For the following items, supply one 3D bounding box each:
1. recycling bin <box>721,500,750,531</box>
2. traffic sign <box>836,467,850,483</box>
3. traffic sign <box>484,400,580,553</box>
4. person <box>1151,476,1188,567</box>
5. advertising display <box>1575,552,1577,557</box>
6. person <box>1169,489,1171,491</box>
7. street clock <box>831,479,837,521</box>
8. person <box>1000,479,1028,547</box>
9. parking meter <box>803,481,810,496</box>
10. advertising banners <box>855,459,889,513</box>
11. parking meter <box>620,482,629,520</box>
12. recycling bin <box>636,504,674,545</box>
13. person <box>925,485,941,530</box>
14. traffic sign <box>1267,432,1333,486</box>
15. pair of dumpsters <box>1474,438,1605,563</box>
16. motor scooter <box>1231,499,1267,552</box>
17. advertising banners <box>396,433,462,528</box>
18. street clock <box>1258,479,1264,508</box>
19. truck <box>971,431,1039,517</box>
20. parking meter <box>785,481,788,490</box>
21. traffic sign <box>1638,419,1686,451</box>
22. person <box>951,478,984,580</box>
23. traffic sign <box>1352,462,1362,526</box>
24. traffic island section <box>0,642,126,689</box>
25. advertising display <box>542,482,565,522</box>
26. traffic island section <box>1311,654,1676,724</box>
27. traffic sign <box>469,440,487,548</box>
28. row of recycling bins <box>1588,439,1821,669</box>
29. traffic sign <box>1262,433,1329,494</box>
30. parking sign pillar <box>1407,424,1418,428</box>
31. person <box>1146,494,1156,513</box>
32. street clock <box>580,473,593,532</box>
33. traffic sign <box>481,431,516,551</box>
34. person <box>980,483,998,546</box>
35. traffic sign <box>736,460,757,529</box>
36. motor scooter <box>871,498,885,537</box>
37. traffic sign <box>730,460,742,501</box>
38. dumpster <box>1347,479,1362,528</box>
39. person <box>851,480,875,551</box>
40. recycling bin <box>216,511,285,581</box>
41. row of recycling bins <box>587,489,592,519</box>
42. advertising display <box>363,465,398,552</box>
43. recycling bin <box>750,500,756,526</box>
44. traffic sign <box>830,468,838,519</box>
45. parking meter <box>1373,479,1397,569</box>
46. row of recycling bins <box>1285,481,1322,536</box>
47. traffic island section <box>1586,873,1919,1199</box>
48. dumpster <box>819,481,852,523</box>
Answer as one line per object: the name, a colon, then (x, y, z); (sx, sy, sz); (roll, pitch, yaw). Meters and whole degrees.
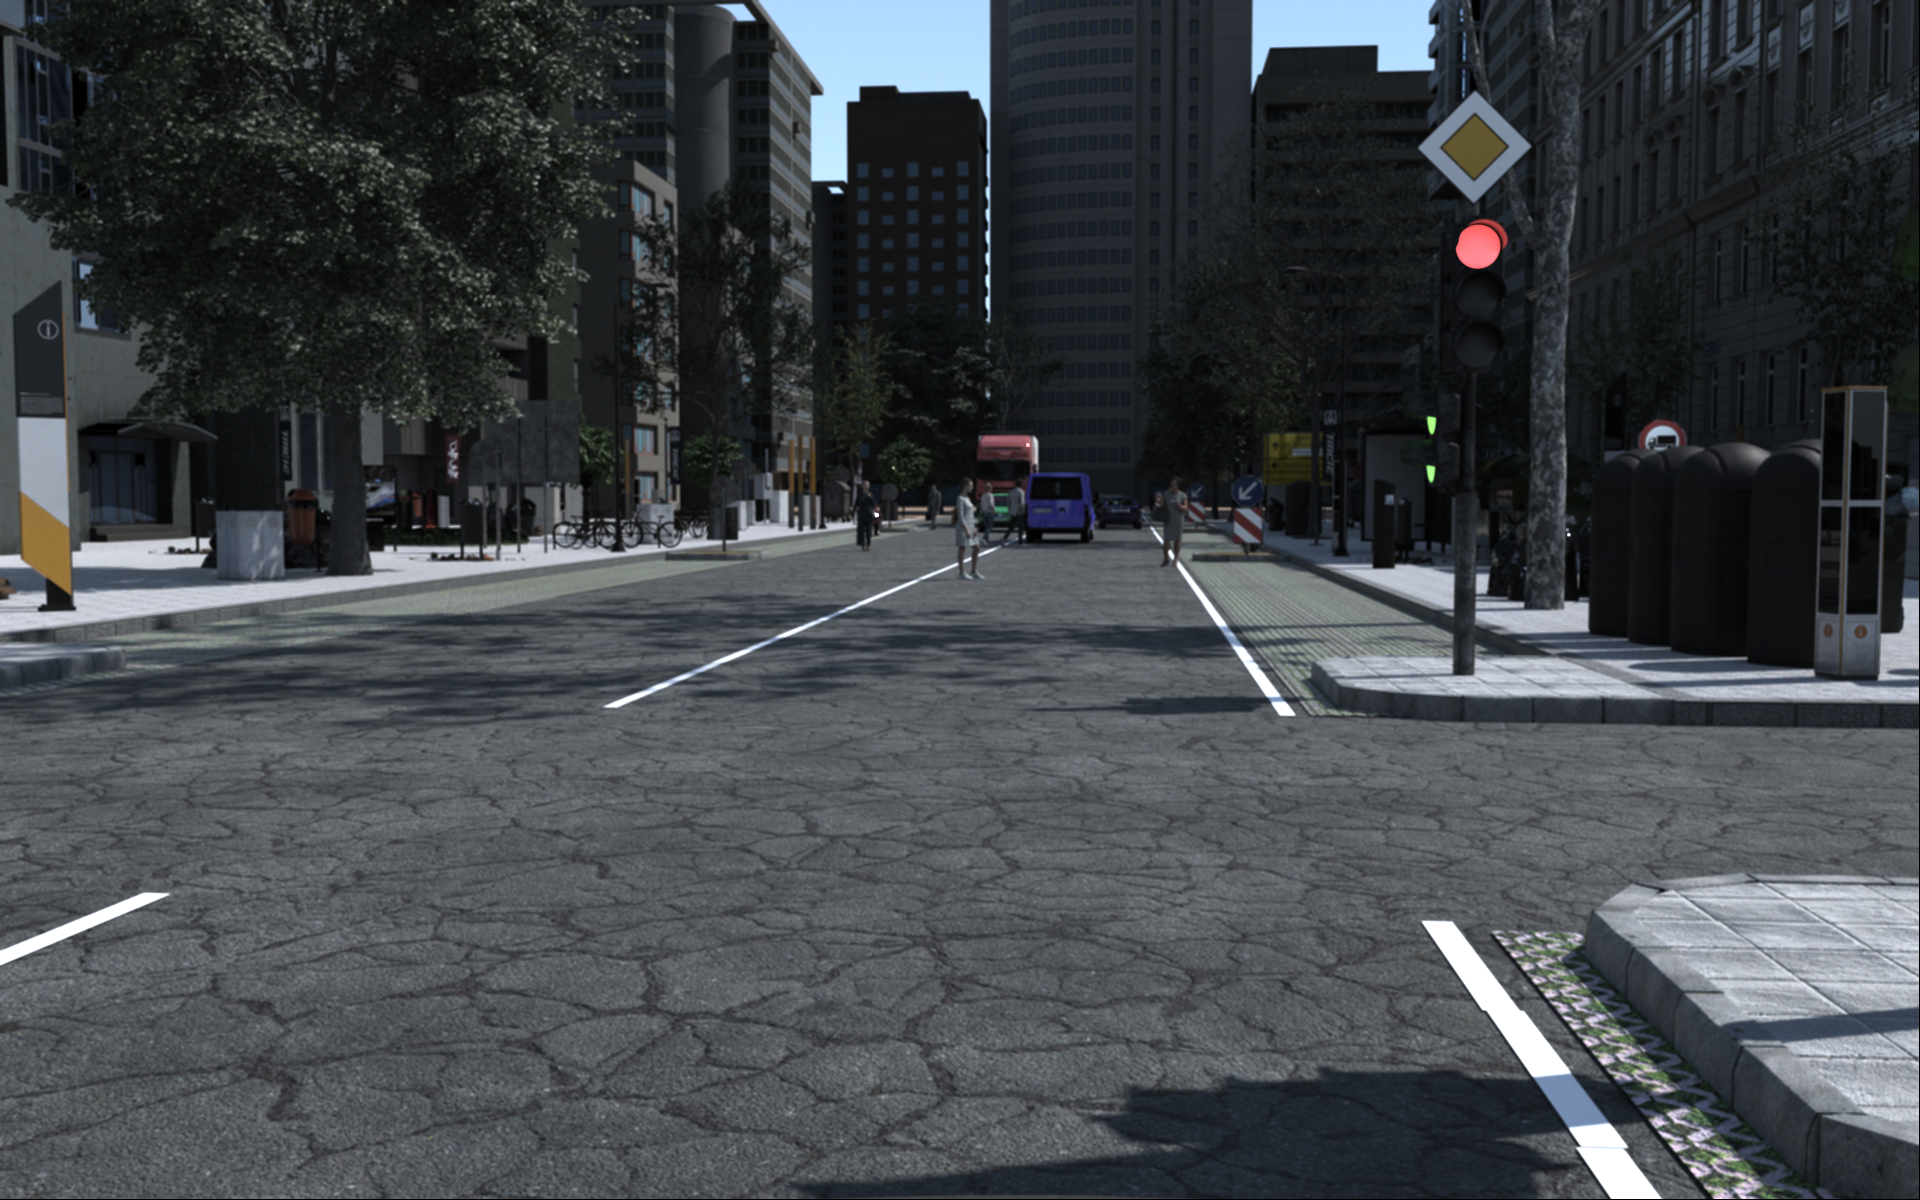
recycling bin: (-7.941, -2.956, 60.887); (0.722, 1.027, 0.722); (1, 4, 10)
traffic sign: (-5.572, -5.010, 82.015); (0.768, 2.556, 0.104); (1, 4, 14)
traffic sign: (-9.330, -2.680, 37.694); (2.265, 3.308, 0.079); (1, 4, 14)
person: (4.109, -1.547, 34.159); (0.716, 1.782, 0.532); (1, 4, 21)
advertising display: (12.408, -1.836, 35.226); (0.974, 1.923, 0.123); (-2, 4, -35)
person: (12.913, -5.968, 106.632); (0.990, 1.755, 0.434); (3, 4, 38)
street clock: (-6.058, -4.798, 83.022); (0.358, 2.002, 0.471); (-2, 4, -28)
person: (1.470, -2.329, 46.433); (0.795, 1.843, 0.661); (-3, 4, -38)
parking meter: (-6.917, -4.441, 78.321); (0.255, 1.863, 0.399); (1, 4, 19)
advertising banners: (-4.369, -5.480, 85.784); (2.074, 3.025, 0.090); (2, 4, 34)
parking meter: (-16.349, -4.824, 84.581); (0.399, 1.863, 0.255); (2, 4, 24)
recycling bin: (-7.809, -1.944, 44.341); (0.722, 1.027, 0.722); (-3, 5, -39)
person: (-1.086, -3.726, 69.528); (0.694, 1.812, 0.767); (3, 4, 38)
traffic sign: (11.184, -3.840, 56.664); (2.265, 3.308, 0.079); (0, 4, 7)
pair of dumpsters: (9.927, -1.697, 30.248); (1.574, 2.255, 4.437); (0, 4, 5)
motor scooter: (6.581, -1.626, 39.355); (0.815, 1.314, 1.986); (0, 4, 4)
advertising banners: (-15.203, -3.263, 49.540); (2.074, 3.025, 0.090); (-3, 4, -38)
street clock: (14.869, -4.974, 85.891); (0.471, 2.002, 0.358); (0, 4, -6)
truck: (2.195, -5.494, 78.743); (2.839, 4.237, 11.283); (0, 4, 4)
parking meter: (-7.828, -4.515, 79.536); (0.399, 1.863, 0.255); (0, 4, -7)
traffic sign: (11.937, -1.799, 29.514); (0.768, 2.556, 0.104); (1, 4, 13)
person: (0.098, -1.194, 29.033); (0.522, 1.701, 0.512); (1, 4, 19)
traffic sign: (15.880, -4.184, 68.508); (0.768, 2.556, 0.104); (0, 4, 6)
traffic island section: (-7.936, 0.541, 13.428); (2.009, 0.180, 2.903); (0, 4, 5)
advertising display: (-17.330, -4.198, 73.850); (0.974, 1.923, 0.123); (0, 4, 7)
traffic island section: (3.602, 0.610, 12.313); (2.009, 0.180, 2.903); (0, 4, 5)
traffic sign: (-11.200, -2.487, 40.775); (0.768, 2.556, 0.104); (1, 4, 9)
row of recycling bins: (6.267, -0.445, 14.397); (1.069, 1.692, 3.534); (0, 4, -4)
traffic sign: (11.253, -3.920, 57.973); (2.265, 3.308, 0.079); (0, 4, 8)
parking sign pillar: (16.928, -4.577, 63.303); (1.447, 3.967, 1.447); (2, 4, 31)
person: (13.654, -6.843, 123.640); (1.065, 1.426, 0.557); (-3, 5, -41)
street clock: (-12.567, -3.284, 58.271); (0.471, 2.002, 0.358); (-1, 4, -12)
traffic sign: (-9.402, -2.149, 35.242); (0.768, 2.556, 0.104); (1, 4, 13)
person: (0.760, -2.375, 47.996); (0.731, 1.740, 0.598); (3, 5, 40)
traffic sign: (-7.905, -3.915, 64.114); (0.768, 2.556, 0.104); (0, 4, 7)
motor scooter: (-2.920, -2.816, 58.814); (0.815, 1.314, 1.986); (0, 4, 5)
traffic sign: (-8.171, -3.928, 64.325); (0.768, 2.556, 0.104); (1, 4, 11)
dumpster: (15.374, -3.683, 65.972); (1.264, 1.857, 1.865); (0, 4, 5)
person: (-2.418, -2.120, 43.588); (0.576, 1.772, 0.534); (-2, 4, -24)
recycling bin: (-10.645, -0.821, 25.980); (0.722, 1.027, 0.722); (3, 5, 40)
row of recycling bins: (-20.668, -4.995, 88.786); (3.534, 1.692, 1.069); (0, 4, -3)
advertising display: (-13.039, -2.041, 38.590); (0.974, 1.923, 0.123); (0, 4, -7)
recycling bin: (-8.701, -3.534, 70.341); (0.722, 1.027, 0.722); (0, 4, 1)
traffic sign: (-5.978, -5.148, 84.273); (0.768, 2.556, 0.104); (1, 4, 14)
parking meter: (7.330, -1.315, 29.913); (0.372, 1.533, 0.369); (0, 3, 0)
row of recycling bins: (10.745, -2.886, 54.300); (1.069, 1.692, 3.534); (1, 4, 17)
traffic island section: (2.834, 1.096, 4.365); (2.009, 0.180, 2.903); (0, 4, 5)
dumpster: (-5.617, -4.405, 77.778); (1.264, 1.857, 1.865); (0, 4, 5)
